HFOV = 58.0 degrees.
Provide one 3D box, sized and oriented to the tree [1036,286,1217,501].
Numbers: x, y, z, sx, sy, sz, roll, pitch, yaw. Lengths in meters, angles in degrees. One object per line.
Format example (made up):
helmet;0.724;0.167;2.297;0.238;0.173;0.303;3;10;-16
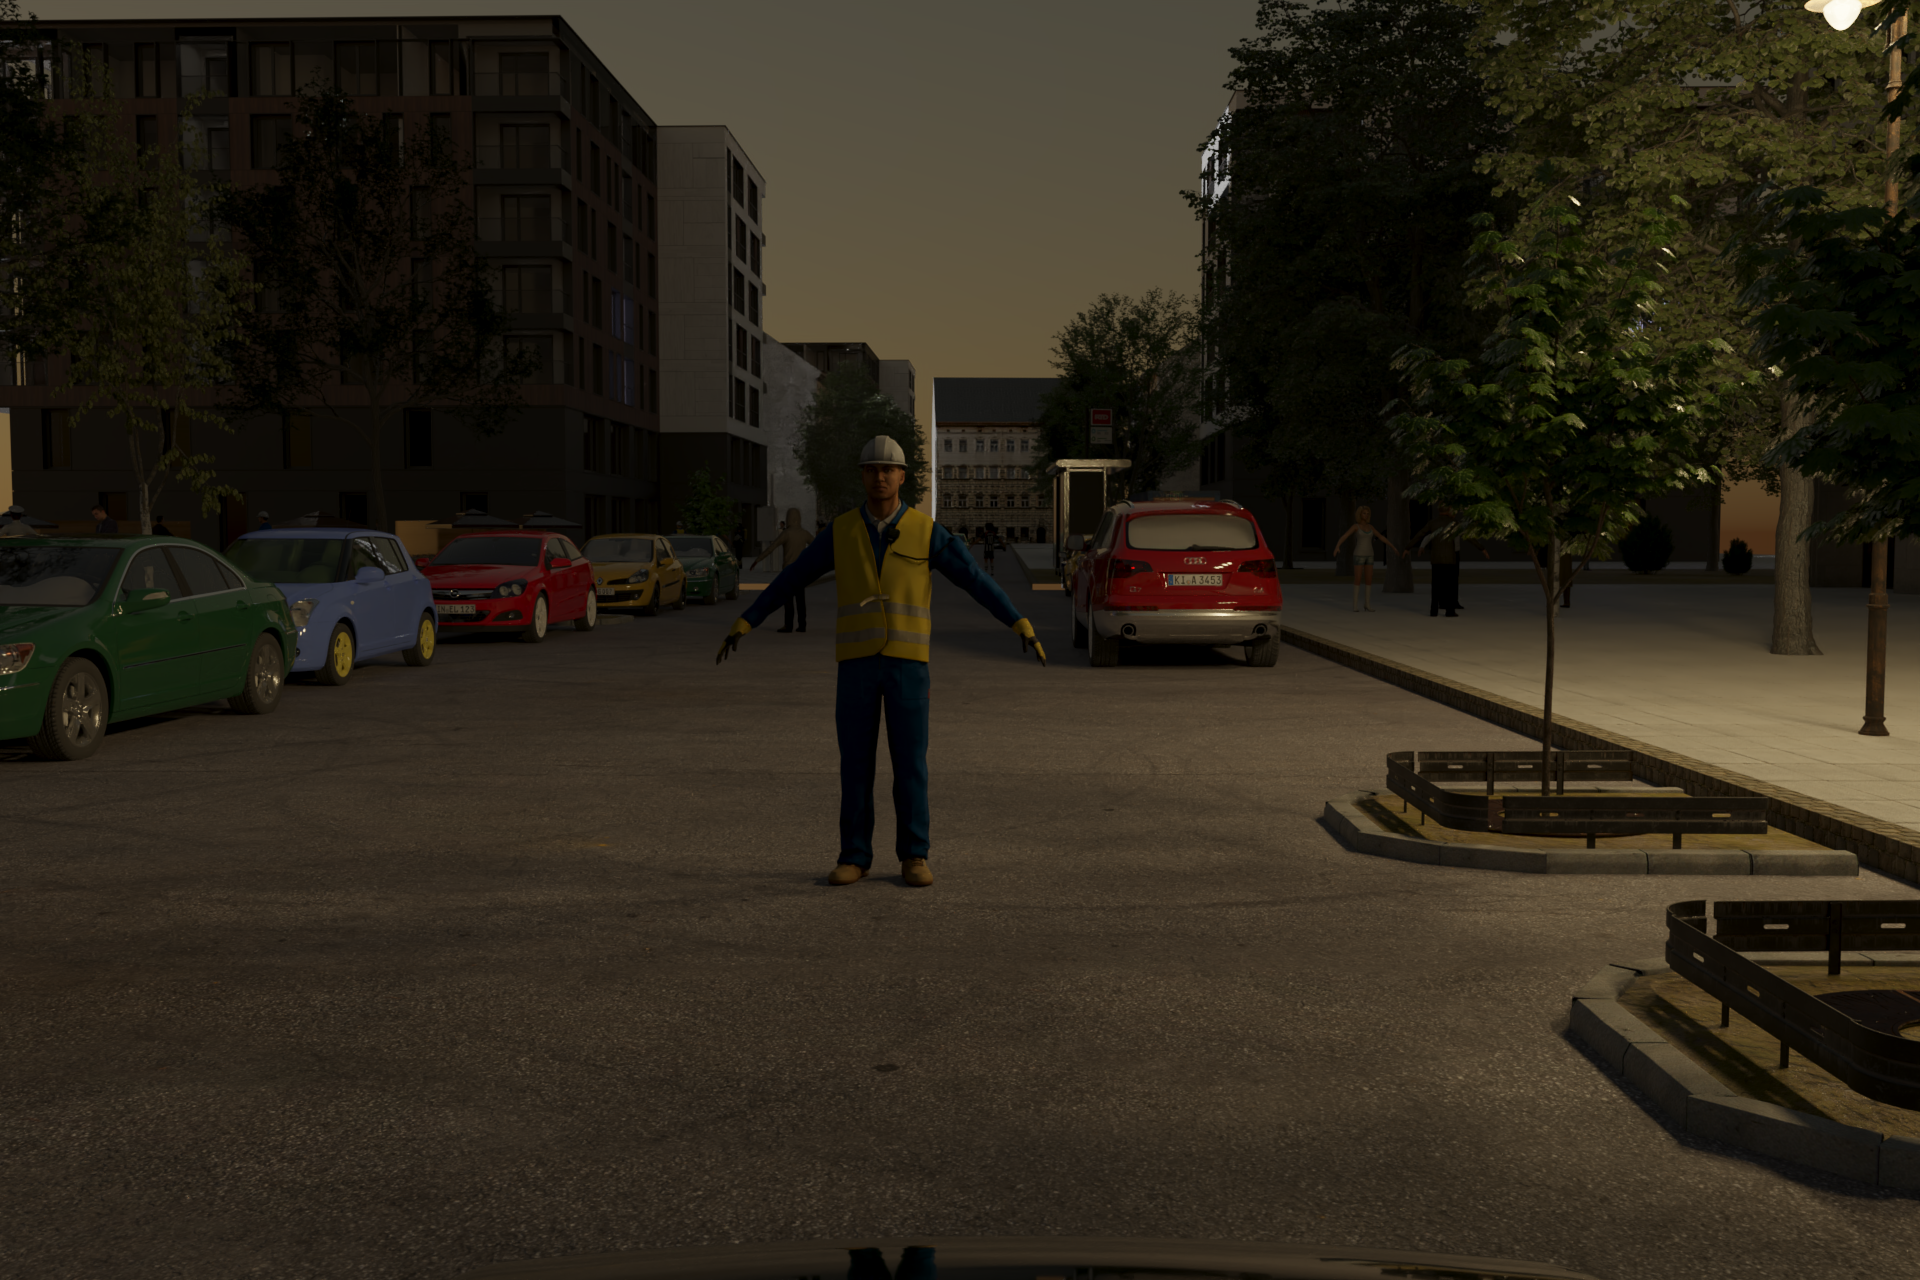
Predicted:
tree;7.102;-9.040;73.566;9.928;11.665;9.643;0;3;0

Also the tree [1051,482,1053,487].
tree;9.523;-11.907;145.048;4.360;8.622;3.978;0;3;0

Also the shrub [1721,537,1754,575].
shrub;24.108;-2.606;53.717;1.383;1.207;1.383;0;3;0

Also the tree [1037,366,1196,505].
tree;8.293;-9.638;91.996;8.767;10.594;7.601;0;4;3

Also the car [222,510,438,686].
car;-6.623;-0.483;17.481;1.945;1.707;3.694;0;4;2

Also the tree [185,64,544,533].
tree;-12.162;-6.176;35.384;7.601;10.594;8.767;-1;4;-17

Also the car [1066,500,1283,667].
car;2.414;-0.704;20.184;2.281;1.827;5.304;0;4;0

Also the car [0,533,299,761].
car;-6.440;-0.040;12.458;2.131;1.459;4.920;0;4;1

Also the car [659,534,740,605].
car;-5.780;-1.504;36.381;2.131;1.459;4.920;0;4;1

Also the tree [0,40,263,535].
tree;-12.509;-4.644;26.287;4.737;8.622;4.395;0;3;0

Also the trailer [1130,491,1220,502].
trailer;2.972;-1.086;24.812;1.471;1.999;3.904;0;4;1

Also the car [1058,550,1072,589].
car;3.528;-1.952;44.492;1.945;1.354;3.894;0;4;0

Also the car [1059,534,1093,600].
car;3.240;-1.735;38.583;2.015;1.641;3.980;0;4;0

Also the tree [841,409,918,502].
tree;-6.504;-11.624;124.458;7.601;10.594;8.767;-1;4;-8

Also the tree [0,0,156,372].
tree;-12.510;-5.133;18.329;7.601;10.594;8.767;-2;4;-33

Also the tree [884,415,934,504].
tree;-6.143;-13.720;150.082;9.928;11.665;9.643;0;3;0

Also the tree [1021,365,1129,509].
tree;7.960;-12.120;116.292;7.486;12.596;7.792;0;3;0

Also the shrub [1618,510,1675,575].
shrub;21.751;-3.112;54.926;1.661;2.075;1.752;0;3;0

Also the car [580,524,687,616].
car;-6.086;-1.293;31.369;2.015;1.641;3.980;0;4;1

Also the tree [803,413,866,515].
tree;-6.937;-9.461;105.056;4.360;8.622;3.978;0;3;0

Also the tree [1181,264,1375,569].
tree;11.902;-8.388;62.906;9.928;11.665;9.643;0;3;0

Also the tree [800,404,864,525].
tree;-7.591;-9.061;98.505;4.360;8.622;3.978;0;3;0

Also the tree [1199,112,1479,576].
tree;11.828;-8.949;52.972;9.857;13.997;8.962;0;3;0

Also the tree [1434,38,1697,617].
tree;9.092;-4.644;26.296;4.360;8.622;3.978;0;3;0

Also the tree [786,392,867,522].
tree;-7.409;-8.530;89.823;4.360;8.622;3.978;0;3;0

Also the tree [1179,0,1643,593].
tree;9.668;-7.997;37.414;9.857;13.997;8.962;0;3;0

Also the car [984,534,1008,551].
car;2.973;-8.207;143.973;2.009;1.686;4.222;0;4;0

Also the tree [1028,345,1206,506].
tree;7.482;-9.074;82.779;8.767;10.594;7.601;0;4;2

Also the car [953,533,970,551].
car;-0.346;-5.815;103.877;1.959;1.807;4.718;0;4;1

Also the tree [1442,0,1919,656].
tree;8.661;-6.094;17.766;7.486;12.596;7.792;0;3;0

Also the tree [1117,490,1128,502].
tree;23.874;-18.428;235.704;7.601;10.594;8.767;0;4;-2

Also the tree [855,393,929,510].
tree;-5.953;-13.560;139.840;7.486;12.596;7.792;0;3;0

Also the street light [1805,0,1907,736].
street light;5.840;-2.330;10.889;0.468;5.910;1.993;0;4;2

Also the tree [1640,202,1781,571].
tree;26.498;-8.667;59.830;7.486;12.596;7.792;0;3;0

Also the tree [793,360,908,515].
tree;-7.350;-11.935;113.258;7.486;12.596;7.792;0;3;0

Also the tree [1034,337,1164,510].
tree;7.961;-11.139;100.242;7.486;12.596;7.792;0;3;0

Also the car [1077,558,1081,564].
car;3.006;-1.167;29.296;2.015;1.641;3.980;0;4;1
